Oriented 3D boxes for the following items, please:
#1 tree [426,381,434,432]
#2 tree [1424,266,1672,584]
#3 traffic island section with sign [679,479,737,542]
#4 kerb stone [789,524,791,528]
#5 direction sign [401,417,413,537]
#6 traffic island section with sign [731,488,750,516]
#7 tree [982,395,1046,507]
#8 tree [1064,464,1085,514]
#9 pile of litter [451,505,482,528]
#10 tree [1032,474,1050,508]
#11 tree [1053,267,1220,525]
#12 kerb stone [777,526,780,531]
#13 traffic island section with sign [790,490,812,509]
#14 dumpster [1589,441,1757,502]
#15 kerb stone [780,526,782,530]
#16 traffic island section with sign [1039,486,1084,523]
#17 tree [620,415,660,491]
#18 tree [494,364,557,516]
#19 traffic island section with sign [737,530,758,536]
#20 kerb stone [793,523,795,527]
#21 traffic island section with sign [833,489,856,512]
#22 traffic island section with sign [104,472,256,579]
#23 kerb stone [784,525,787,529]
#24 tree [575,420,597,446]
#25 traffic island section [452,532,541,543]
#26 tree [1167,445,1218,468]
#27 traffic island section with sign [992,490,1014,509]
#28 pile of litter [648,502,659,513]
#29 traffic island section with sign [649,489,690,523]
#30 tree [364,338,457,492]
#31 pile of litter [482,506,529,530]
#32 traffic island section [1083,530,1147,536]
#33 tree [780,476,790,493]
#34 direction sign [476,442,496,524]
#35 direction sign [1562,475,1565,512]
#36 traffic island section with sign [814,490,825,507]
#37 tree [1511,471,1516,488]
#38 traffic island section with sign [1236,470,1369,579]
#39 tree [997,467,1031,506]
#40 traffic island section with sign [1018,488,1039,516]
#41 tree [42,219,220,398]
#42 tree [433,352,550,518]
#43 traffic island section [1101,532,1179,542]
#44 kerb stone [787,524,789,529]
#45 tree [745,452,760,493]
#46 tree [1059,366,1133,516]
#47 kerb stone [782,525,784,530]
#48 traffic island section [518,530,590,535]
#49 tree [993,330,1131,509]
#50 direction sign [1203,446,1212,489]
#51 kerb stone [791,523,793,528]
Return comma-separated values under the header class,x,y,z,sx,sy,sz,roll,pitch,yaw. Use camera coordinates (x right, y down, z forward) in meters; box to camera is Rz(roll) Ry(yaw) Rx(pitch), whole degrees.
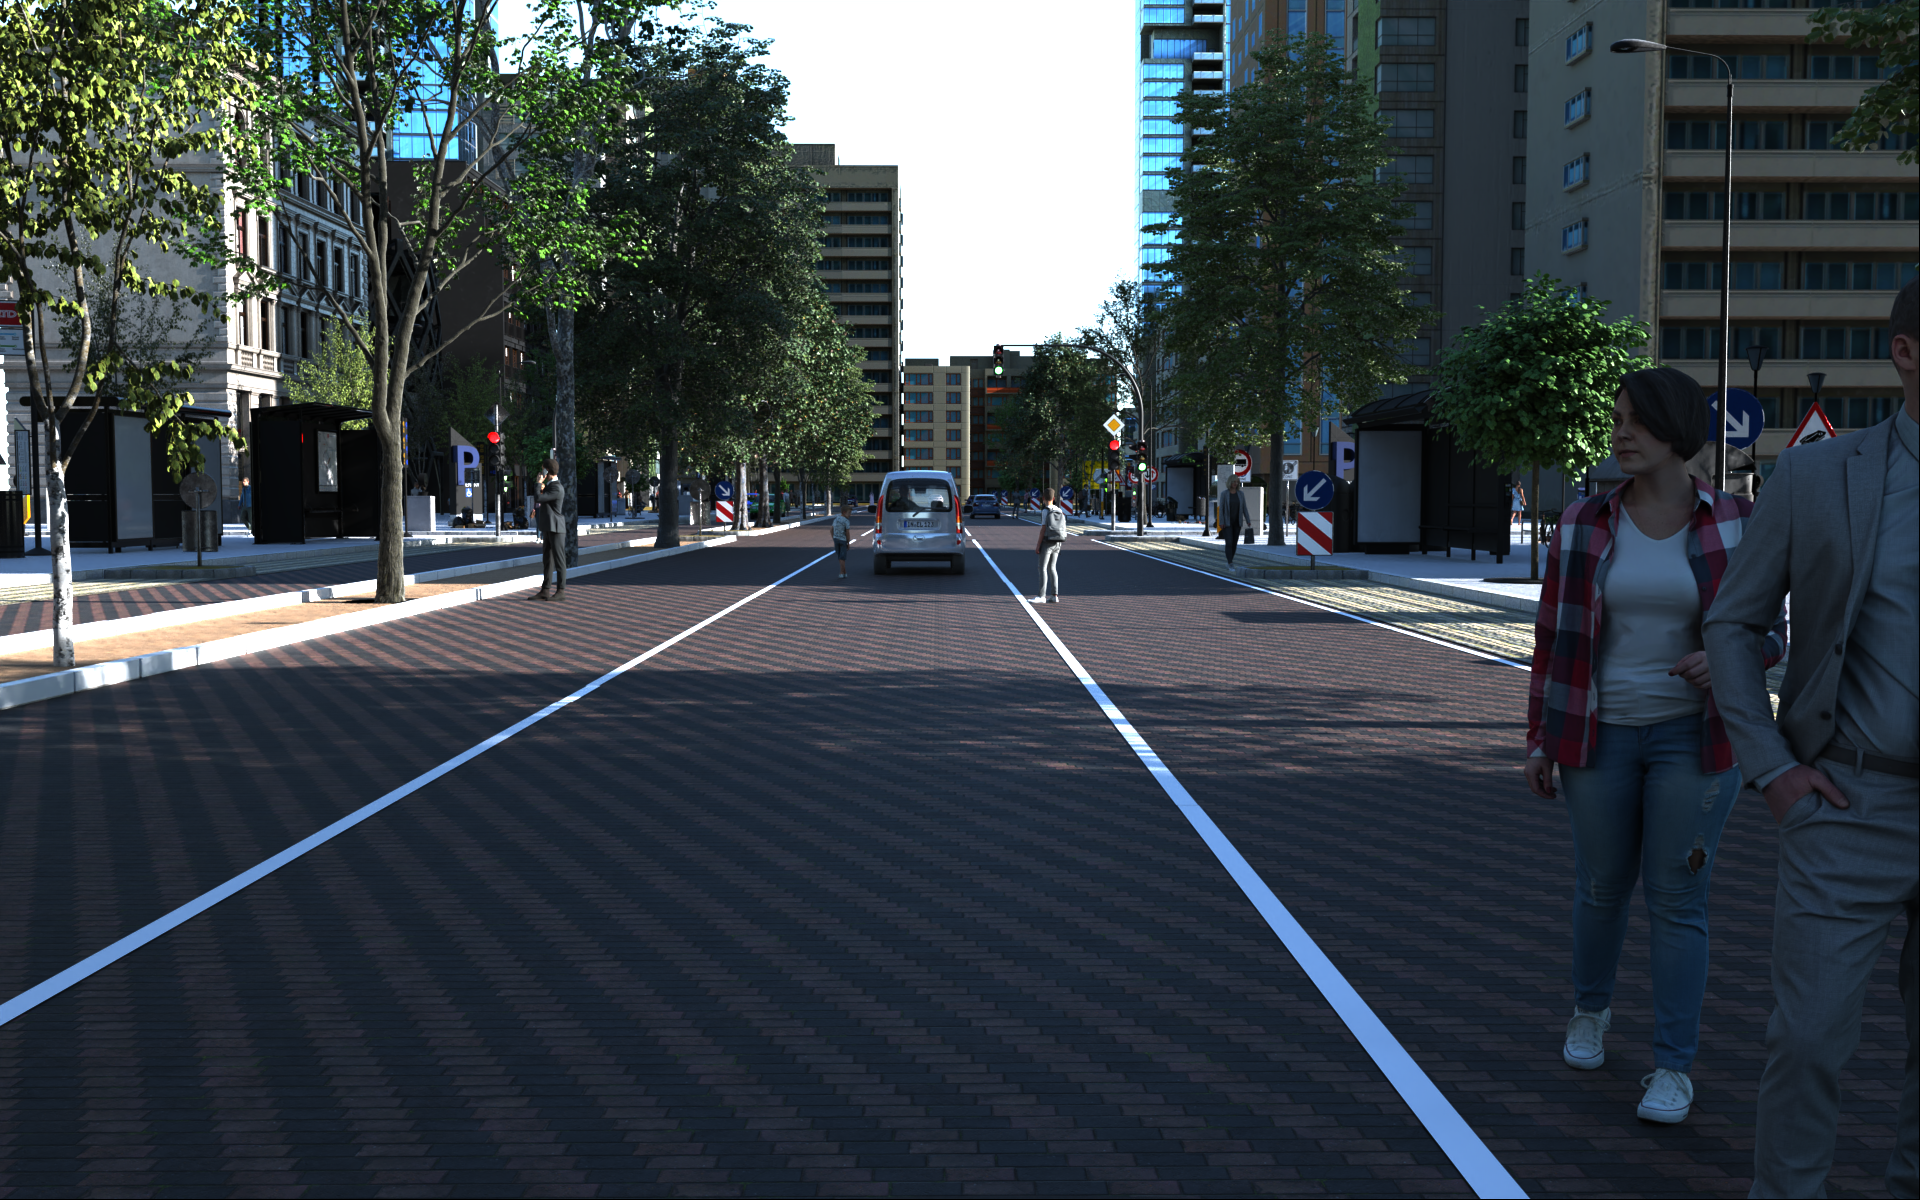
class,x,y,z,sx,sy,sz,roll,pitch,yaw
tree,-24.380,-7.241,68.749,4.737,8.622,4.395,0,3,0
tree,8.482,-2.535,25.168,4.285,4.588,4.351,0,3,0
traffic island section with sign,-8.020,-2.736,52.872,2.006,1.907,1.989,0,4,-1
kerb stone,-7.230,-3.039,71.934,0.120,0.150,1.000,0,4,-1
direction sign,-16.446,-3.631,51.362,0.379,3.537,0.876,-1,4,-9
traffic island section with sign,-14.499,-6.329,112.101,1.989,1.847,2.006,0,4,-1
tree,5.915,-15.350,176.725,9.928,11.665,9.643,0,3,0
tree,7.400,-7.091,110.541,1.663,3.219,1.824,0,3,0
pile of litter,-18.457,-3.149,65.443,1.719,0.858,1.176,-2,4,-31
tree,7.276,-10.148,160.528,1.663,3.219,1.824,0,3,0
tree,7.356,-8.411,71.929,7.601,10.594,8.767,0,4,-1
kerb stone,-7.158,-2.728,66.798,0.120,0.150,1.000,0,4,-1
traffic island section with sign,-15.172,-9.399,162.297,1.989,1.847,2.006,0,4,-1
dumpster,8.117,-0.856,19.754,1.264,1.857,1.865,0,4,-1
kerb stone,-7.176,-2.787,67.824,0.120,0.150,1.000,0,4,-1
traffic island section with sign,5.085,-4.695,85.394,1.989,1.847,2.006,0,4,-1
tree,-24.732,-11.203,133.536,4.737,8.622,4.395,0,3,0
tree,-24.715,-9.107,99.261,4.360,8.622,3.978,0,3,0
traffic island section with sign,-8.109,-3.189,60.279,2.006,1.907,1.989,0,4,-1
kerb stone,-7.246,-3.167,73.983,0.120,0.150,1.000,0,4,-1
traffic island section with sign,-9.120,-7.784,135.410,2.006,1.907,1.989,0,4,-1
traffic island section with sign,-13.403,-1.309,30.028,1.989,1.847,2.006,0,4,-1
kerb stone,-7.199,-2.916,69.879,0.120,0.150,1.000,0,4,-1
tree,-27.568,-10.624,124.056,4.737,8.622,4.395,0,3,0
traffic island section,-14.031,-1.852,52.558,2.009,0.180,2.903,0,4,-1
tree,15.389,-8.024,114.904,4.285,4.588,4.351,0,3,0
traffic island section with sign,4.042,-9.445,163.060,1.989,1.847,2.006,0,4,-1
pile of litter,-20.599,-6.360,117.947,1.176,0.858,1.719,-2,4,-28
traffic island section with sign,-14.145,-4.680,85.148,1.989,1.847,2.006,0,4,-1
tree,-25.648,-8.029,81.644,4.360,8.622,3.978,0,3,0
pile of litter,-16.312,-3.000,63.014,1.176,0.858,1.719,1,4,17
traffic island section,5.402,-2.356,60.797,2.009,0.180,2.903,0,4,-1
tree,-19.160,-11.720,186.227,1.663,3.219,1.824,0,3,0
direction sign,-20.509,-5.083,75.105,0.876,3.537,0.379,-2,4,-33
direction sign,18.251,-3.693,52.372,0.379,3.537,0.876,1,4,15
traffic island section with sign,-15.521,-11.047,189.250,1.989,1.847,2.006,0,4,-1
tree,25.992,-8.052,82.016,4.360,8.622,3.978,0,3,0
traffic island section with sign,5.823,-1.295,29.808,1.989,1.847,2.006,0,4,-1
tree,5.711,-12.860,193.970,4.285,4.588,4.351,0,3,0
traffic island section with sign,4.717,-6.344,112.347,1.989,1.847,2.006,0,4,-1
tree,-22.543,-5.888,46.632,4.360,8.622,3.978,0,3,0
tree,-25.581,-8.785,93.991,4.737,8.622,4.395,0,3,0
traffic island section,5.508,-1.867,52.813,2.009,0.180,2.903,0,4,-1
kerb stone,-7.209,-2.979,70.908,0.120,0.150,1.000,0,4,-1
tree,-18.213,-12.314,151.697,4.360,8.622,3.978,0,3,0
tree,7.356,-8.958,96.824,4.737,8.622,4.395,0,3,0
kerb stone,-7.192,-2.850,68.852,0.120,0.150,1.000,0,4,-1
traffic island section,-14.138,-2.340,60.543,2.009,0.180,2.903,0,4,-1
tree,7.058,-12.420,120.076,9.611,12.733,9.660,0,3,0
direction sign,11.712,-5.458,81.233,0.876,3.537,0.379,-3,4,-38
kerb stone,-7.239,-3.105,72.960,0.120,0.150,1.000,0,4,-1
